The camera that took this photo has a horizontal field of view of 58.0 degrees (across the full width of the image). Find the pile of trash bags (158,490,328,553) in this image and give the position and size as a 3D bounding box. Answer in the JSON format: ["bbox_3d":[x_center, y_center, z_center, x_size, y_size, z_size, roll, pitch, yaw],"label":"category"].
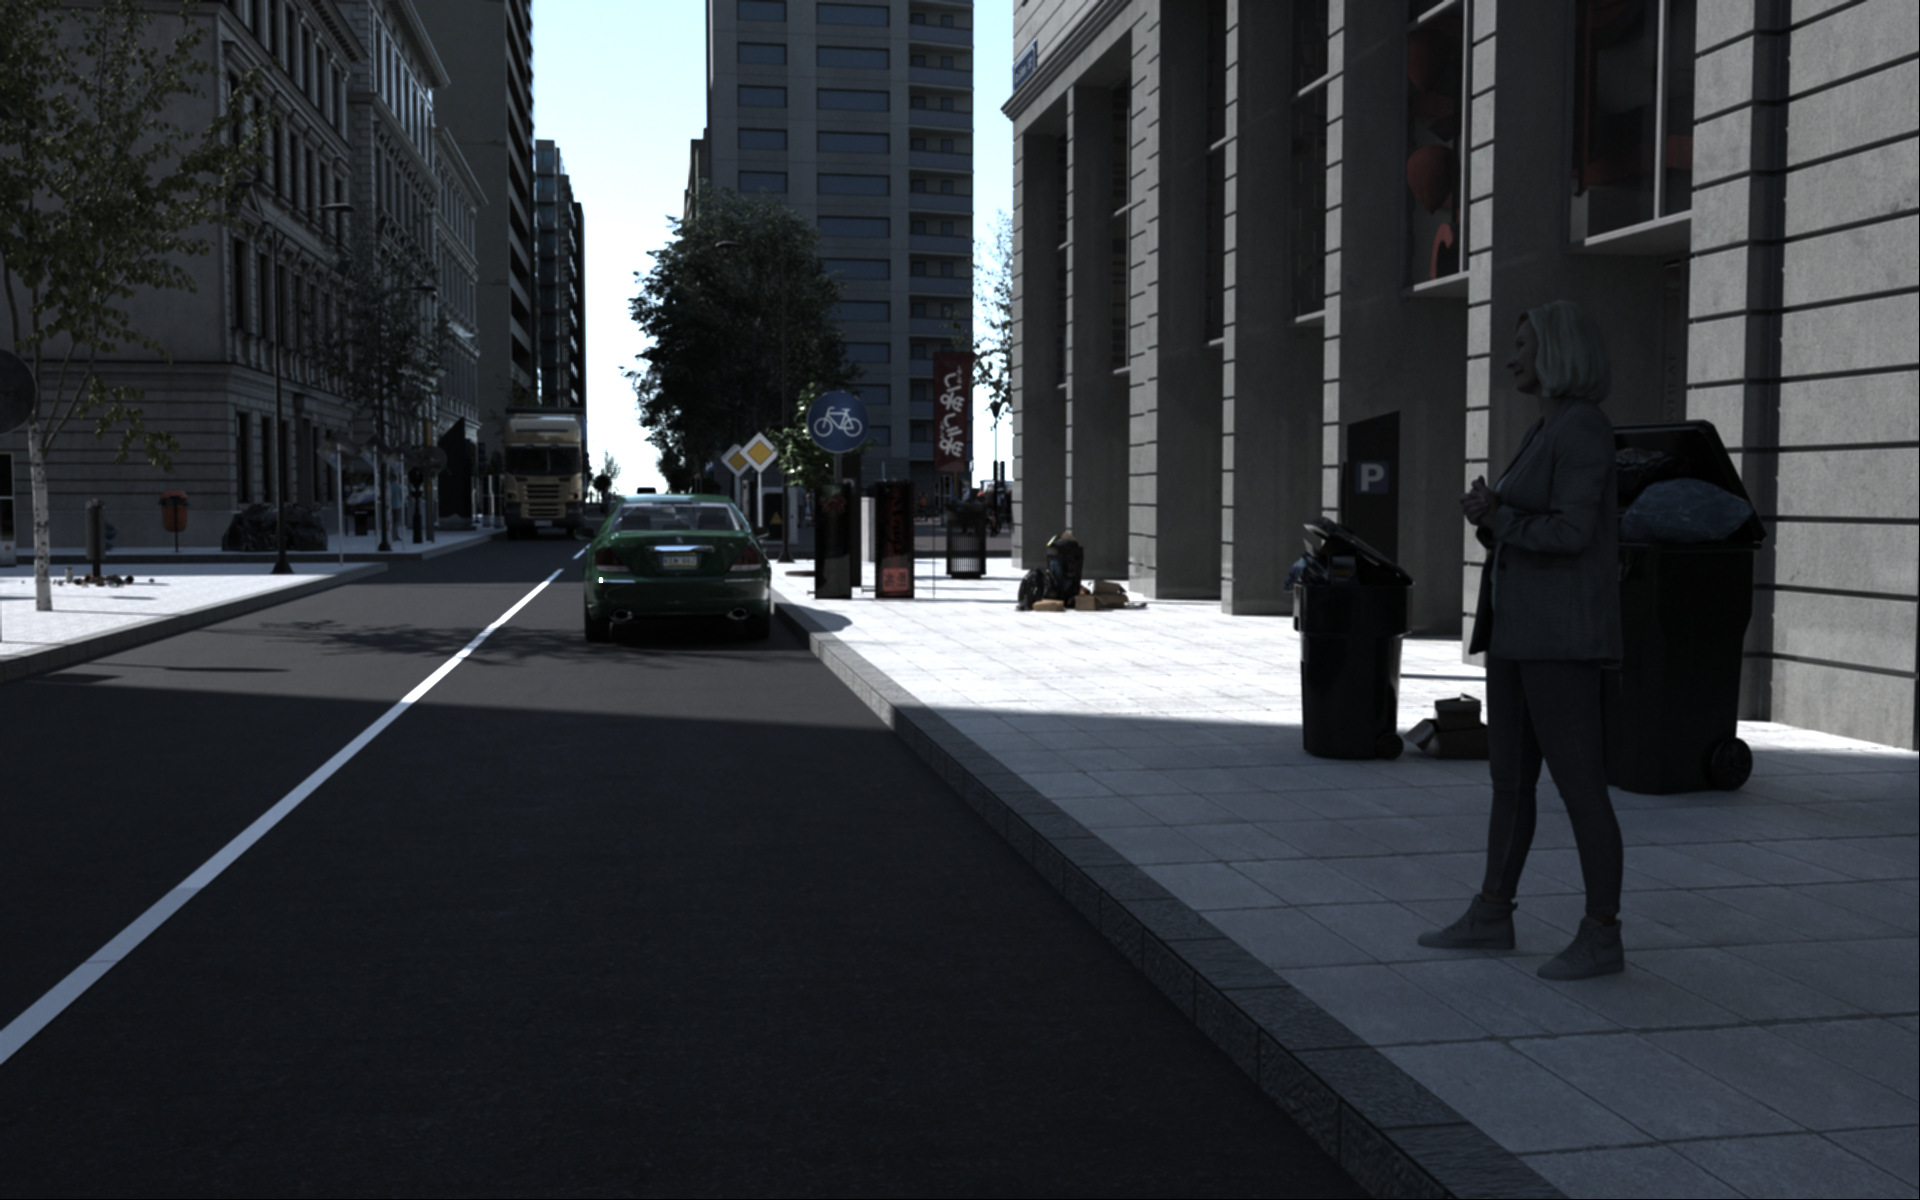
[{"bbox_3d":[-16.013,-1.771,38.715,3.447,1.369,1.912,-2,4,-30],"label":"pile of trash bags"}]

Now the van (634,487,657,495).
[{"bbox_3d":[-27.809,-9.127,153.616,2.240,2.365,5.245,-1,4,-11],"label":"van"}]

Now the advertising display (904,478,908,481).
[{"bbox_3d":[-2.240,-4.063,71.641,0.123,1.923,0.974,0,4,-5],"label":"advertising display"}]

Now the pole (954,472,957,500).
[{"bbox_3d":[-0.223,-5.727,87.487,0.158,3.312,0.155,0,3,0],"label":"pole"}]

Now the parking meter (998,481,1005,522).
[{"bbox_3d":[1.830,-4.480,78.967,0.399,1.863,0.255,2,4,32],"label":"parking meter"}]

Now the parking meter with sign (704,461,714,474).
[{"bbox_3d":[-13.632,-5.832,91.609,0.543,3.016,1.738,-2,4,-33],"label":"parking meter with sign"}]

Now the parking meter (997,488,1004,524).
[{"bbox_3d":[1.701,-4.015,74.058,0.372,1.533,0.369,0,3,0],"label":"parking meter"}]

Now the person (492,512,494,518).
[{"bbox_3d":[-23.694,-5.020,88.869,0.466,1.731,0.760,3,5,41],"label":"person"}]

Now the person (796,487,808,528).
[{"bbox_3d":[-6.171,-3.664,66.220,0.678,1.792,0.850,-1,4,-13],"label":"person"}]

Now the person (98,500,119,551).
[{"bbox_3d":[-19.278,-1.685,39.096,0.738,1.151,1.012,-1,4,-14],"label":"person"}]

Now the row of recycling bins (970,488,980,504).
[{"bbox_3d":[1.403,-6.564,114.434,1.069,1.692,3.534,1,4,17],"label":"row of recycling bins"}]

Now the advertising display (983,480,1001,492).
[{"bbox_3d":[1.349,-4.370,76.666,0.123,1.923,0.974,-3,4,-39],"label":"advertising display"}]

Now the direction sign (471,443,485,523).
[{"bbox_3d":[-21.308,-5.156,76.290,0.876,3.537,0.379,-3,5,-42],"label":"direction sign"}]

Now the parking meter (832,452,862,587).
[{"bbox_3d":[-1.573,-1.119,24.004,0.399,1.863,0.255,-1,4,-9],"label":"parking meter"}]

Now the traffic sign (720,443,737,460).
[{"bbox_3d":[-5.789,-2.759,44.849,0.795,2.593,0.064,0,4,-4],"label":"traffic sign"}]

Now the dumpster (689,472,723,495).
[{"bbox_3d":[-11.566,-4.677,78.965,1.502,2.255,1.985,-1,4,-10],"label":"dumpster"}]

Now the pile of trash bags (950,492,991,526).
[{"bbox_3d":[0.518,-3.778,71.530,1.912,1.369,3.447,1,4,17],"label":"pile of trash bags"}]

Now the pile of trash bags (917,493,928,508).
[{"bbox_3d":[-3.590,-5.845,105.313,3.447,1.369,1.912,-2,4,-24],"label":"pile of trash bags"}]

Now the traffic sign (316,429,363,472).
[{"bbox_3d":[-11.079,-1.756,30.909,0.795,2.593,0.064,-1,4,-10],"label":"traffic sign"}]

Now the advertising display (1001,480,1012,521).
[{"bbox_3d":[2.121,-4.701,82.070,0.974,1.923,0.123,-2,4,-29],"label":"advertising display"}]

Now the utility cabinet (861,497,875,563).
[{"bbox_3d":[-1.827,-1.330,32.906,0.306,1.237,1.020,-2,4,-30],"label":"utility cabinet"}]

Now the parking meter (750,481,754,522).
[{"bbox_3d":[-9.307,-4.453,78.510,0.399,1.863,0.255,-2,4,-35],"label":"parking meter"}]

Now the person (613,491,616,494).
[{"bbox_3d":[-33.605,-9.747,168.529,0.621,1.740,0.551,-2,4,-25],"label":"person"}]

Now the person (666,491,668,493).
[{"bbox_3d":[-40.896,-14.391,241.788,0.683,1.767,0.568,1,4,10],"label":"person"}]

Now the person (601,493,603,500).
[{"bbox_3d":[-53.244,-15.433,258.240,0.709,1.838,0.599,0,4,-3],"label":"person"}]

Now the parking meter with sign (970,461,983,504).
[{"bbox_3d":[1.432,-5.878,92.359,1.738,3.016,0.543,-1,4,-14],"label":"parking meter with sign"}]

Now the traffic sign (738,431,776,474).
[{"bbox_3d":[-3.698,-1.836,32.204,0.795,2.593,0.064,-1,4,-10],"label":"traffic sign"}]

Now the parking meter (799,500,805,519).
[{"bbox_3d":[-8.066,-4.861,87.886,0.372,1.533,0.369,0,3,0],"label":"parking meter"}]

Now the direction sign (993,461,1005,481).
[{"bbox_3d":[2.650,-7.683,117.618,0.876,3.537,0.379,-1,4,-23],"label":"direction sign"}]

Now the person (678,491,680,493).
[{"bbox_3d":[-33.928,-12.414,209.148,0.705,1.807,1.348,1,4,10],"label":"person"}]

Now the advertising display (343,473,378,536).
[{"bbox_3d":[-18.481,-2.948,53.414,0.974,1.923,0.123,-1,4,-14],"label":"advertising display"}]

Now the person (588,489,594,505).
[{"bbox_3d":[-42.744,-11.895,200.486,1.348,1.831,0.705,2,4,33],"label":"person"}]

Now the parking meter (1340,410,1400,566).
[{"bbox_3d":[2.889,-0.400,12.247,0.399,1.863,0.255,1,4,13],"label":"parking meter"}]

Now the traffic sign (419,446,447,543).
[{"bbox_3d":[-13.875,-2.777,45.518,0.768,2.556,0.104,0,4,-5],"label":"traffic sign"}]

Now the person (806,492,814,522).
[{"bbox_3d":[-6.700,-4.410,78.510,0.532,1.782,0.716,3,5,40],"label":"person"}]

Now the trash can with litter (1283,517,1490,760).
[{"bbox_3d":[2.161,0.173,8.556,1.055,1.170,0.624,0,4,0],"label":"trash can with litter"}]

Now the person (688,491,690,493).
[{"bbox_3d":[-19.864,-7.485,128.406,1.348,1.826,0.705,0,4,0],"label":"person"}]

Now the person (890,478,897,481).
[{"bbox_3d":[-2.172,-2.987,55.057,0.537,1.800,0.526,0,4,1],"label":"person"}]

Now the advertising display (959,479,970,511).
[{"bbox_3d":[0.208,-4.277,75.138,0.123,1.923,0.974,1,4,23],"label":"advertising display"}]

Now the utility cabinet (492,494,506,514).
[{"bbox_3d":[-27.354,-5.772,103.043,0.318,1.500,1.173,3,5,41],"label":"utility cabinet"}]

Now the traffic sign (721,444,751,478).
[{"bbox_3d":[-5.104,-2.316,40.065,0.795,2.593,0.064,-1,4,-10],"label":"traffic sign"}]

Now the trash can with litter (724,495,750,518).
[{"bbox_3d":[-12.359,-5.099,94.423,2.233,1.210,1.678,-1,4,-16],"label":"trash can with litter"}]

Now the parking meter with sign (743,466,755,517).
[{"bbox_3d":[-11.738,-6.125,96.402,0.543,3.016,1.738,-2,4,-34],"label":"parking meter with sign"}]

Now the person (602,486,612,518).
[{"bbox_3d":[-16.644,-4.454,81.599,0.520,1.790,0.573,0,4,1],"label":"person"}]

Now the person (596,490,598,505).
[{"bbox_3d":[-42.842,-12.087,204.606,0.436,1.711,0.756,-1,4,-12],"label":"person"}]

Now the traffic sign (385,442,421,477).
[{"bbox_3d":[-12.485,-2.237,38.769,0.795,2.593,0.064,-1,4,-10],"label":"traffic sign"}]

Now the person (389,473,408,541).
[{"bbox_3d":[-15.409,-2.520,47.115,0.638,1.841,0.748,1,4,20],"label":"person"}]

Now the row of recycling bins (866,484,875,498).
[{"bbox_3d":[-2.735,-3.671,67.131,1.069,1.692,3.534,1,4,15],"label":"row of recycling bins"}]

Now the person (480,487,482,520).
[{"bbox_3d":[-23.545,-4.807,85.646,0.522,1.701,0.512,-3,4,-36],"label":"person"}]

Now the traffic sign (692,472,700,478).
[{"bbox_3d":[-15.073,-6.109,99.993,0.768,2.556,0.104,0,4,-3],"label":"traffic sign"}]

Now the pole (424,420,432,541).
[{"bbox_3d":[-14.574,-3.284,47.539,0.158,3.312,0.155,0,3,0],"label":"pole"}]

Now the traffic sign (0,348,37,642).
[{"bbox_3d":[-8.370,-0.909,14.965,0.768,2.556,0.104,0,4,-8],"label":"traffic sign"}]

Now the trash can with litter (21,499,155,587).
[{"bbox_3d":[-12.364,-0.829,24.605,1.678,1.210,2.233,-2,4,-31],"label":"trash can with litter"}]

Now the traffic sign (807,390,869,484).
[{"bbox_3d":[-1.505,-1.301,21.373,0.768,2.556,0.104,0,4,-7],"label":"traffic sign"}]

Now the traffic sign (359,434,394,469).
[{"bbox_3d":[-12.727,-2.323,37.716,0.795,2.593,0.064,0,4,-1],"label":"traffic sign"}]

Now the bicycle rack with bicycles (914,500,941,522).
[{"bbox_3d":[-2.247,-4.040,79.429,2.925,0.926,2.852,0,4,1],"label":"bicycle rack with bicycles"}]

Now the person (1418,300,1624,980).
[{"bbox_3d":[1.530,0.097,4.646,0.526,1.800,0.537,1,4,10],"label":"person"}]

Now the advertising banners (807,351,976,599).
[{"bbox_3d":[-0.832,-1.530,21.198,2.074,3.025,0.090,0,4,-7],"label":"advertising banners"}]

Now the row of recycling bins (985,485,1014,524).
[{"bbox_3d":[2.843,-4.164,75.200,3.534,1.692,1.069,-1,4,-11],"label":"row of recycling bins"}]

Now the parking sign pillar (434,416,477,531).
[{"bbox_3d":[-17.698,-4.414,60.647,1.447,3.967,1.447,2,4,33],"label":"parking sign pillar"}]
